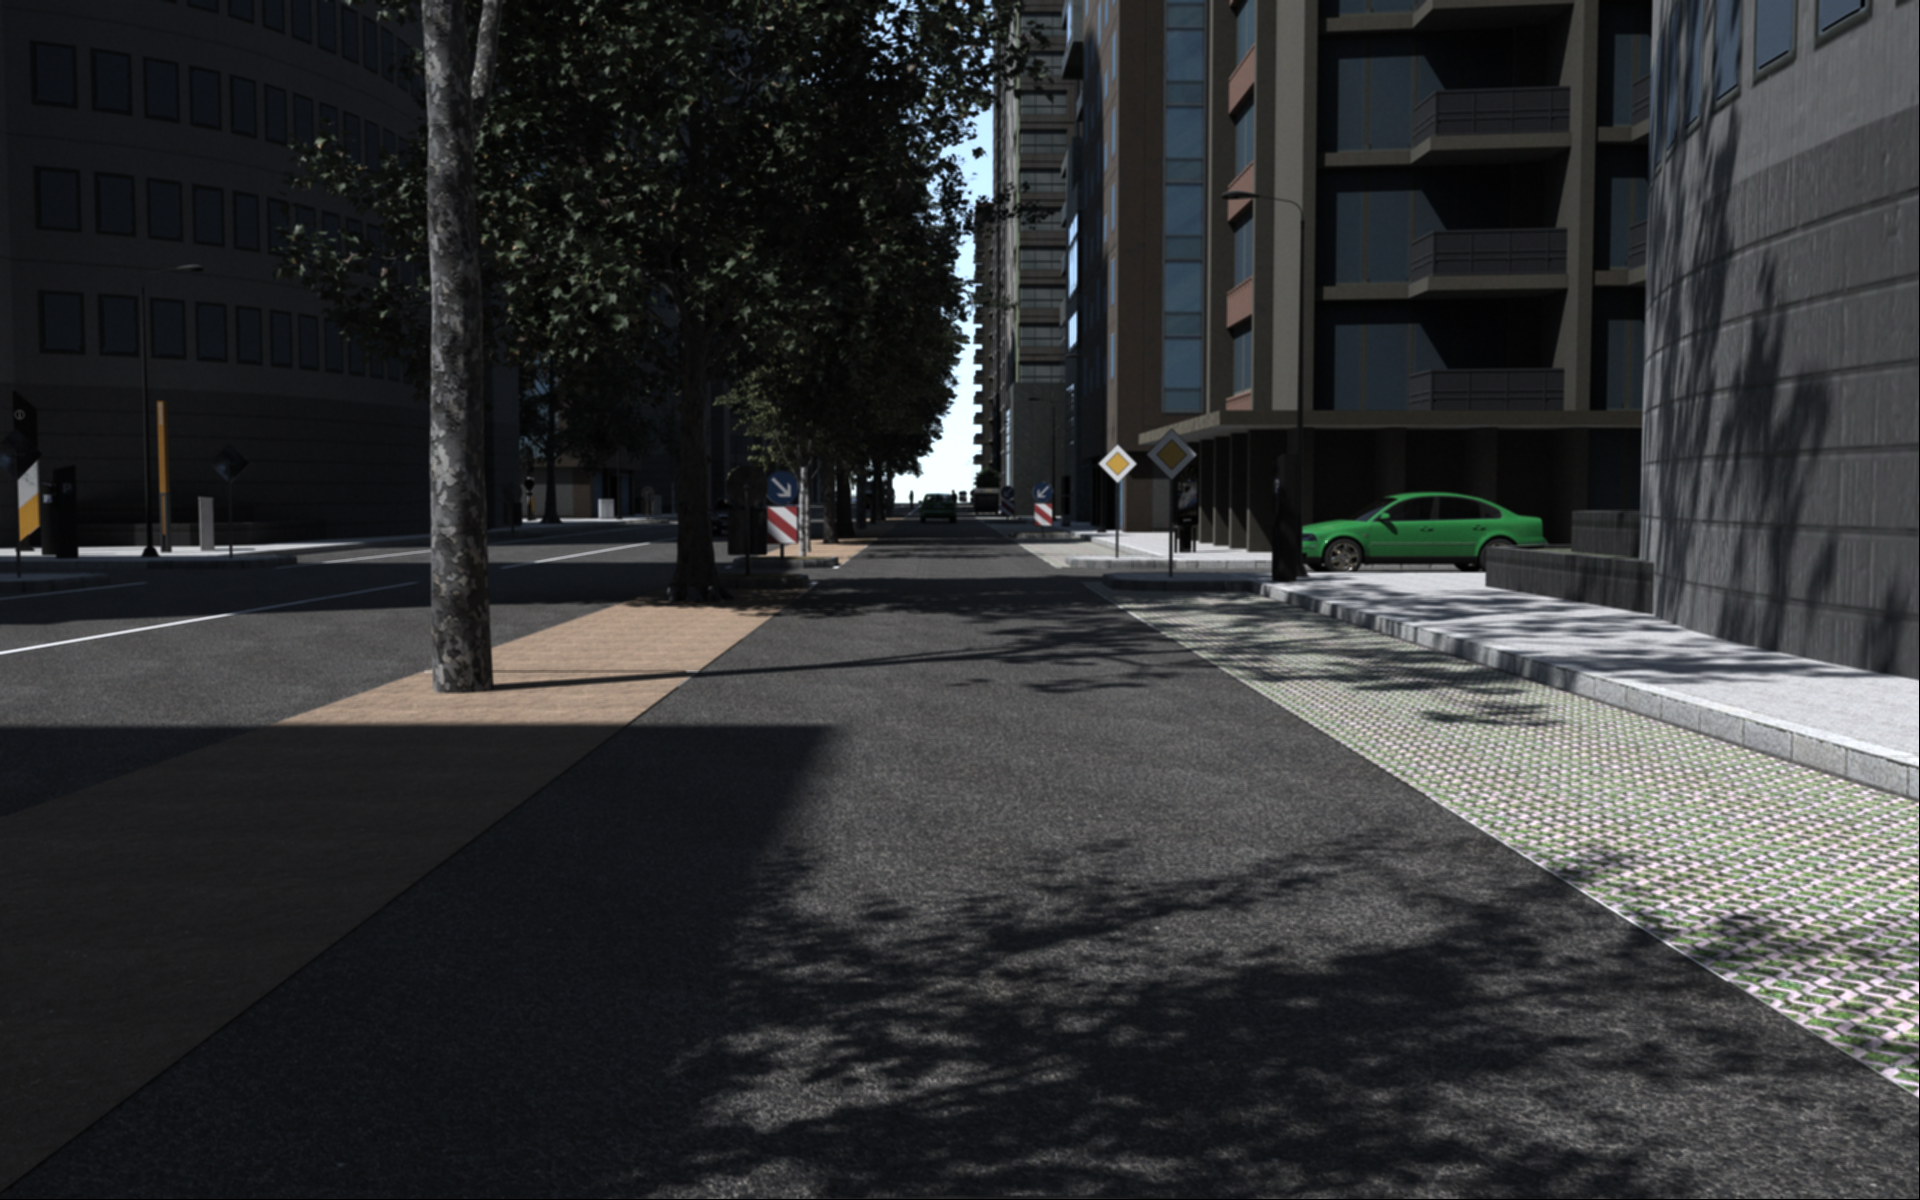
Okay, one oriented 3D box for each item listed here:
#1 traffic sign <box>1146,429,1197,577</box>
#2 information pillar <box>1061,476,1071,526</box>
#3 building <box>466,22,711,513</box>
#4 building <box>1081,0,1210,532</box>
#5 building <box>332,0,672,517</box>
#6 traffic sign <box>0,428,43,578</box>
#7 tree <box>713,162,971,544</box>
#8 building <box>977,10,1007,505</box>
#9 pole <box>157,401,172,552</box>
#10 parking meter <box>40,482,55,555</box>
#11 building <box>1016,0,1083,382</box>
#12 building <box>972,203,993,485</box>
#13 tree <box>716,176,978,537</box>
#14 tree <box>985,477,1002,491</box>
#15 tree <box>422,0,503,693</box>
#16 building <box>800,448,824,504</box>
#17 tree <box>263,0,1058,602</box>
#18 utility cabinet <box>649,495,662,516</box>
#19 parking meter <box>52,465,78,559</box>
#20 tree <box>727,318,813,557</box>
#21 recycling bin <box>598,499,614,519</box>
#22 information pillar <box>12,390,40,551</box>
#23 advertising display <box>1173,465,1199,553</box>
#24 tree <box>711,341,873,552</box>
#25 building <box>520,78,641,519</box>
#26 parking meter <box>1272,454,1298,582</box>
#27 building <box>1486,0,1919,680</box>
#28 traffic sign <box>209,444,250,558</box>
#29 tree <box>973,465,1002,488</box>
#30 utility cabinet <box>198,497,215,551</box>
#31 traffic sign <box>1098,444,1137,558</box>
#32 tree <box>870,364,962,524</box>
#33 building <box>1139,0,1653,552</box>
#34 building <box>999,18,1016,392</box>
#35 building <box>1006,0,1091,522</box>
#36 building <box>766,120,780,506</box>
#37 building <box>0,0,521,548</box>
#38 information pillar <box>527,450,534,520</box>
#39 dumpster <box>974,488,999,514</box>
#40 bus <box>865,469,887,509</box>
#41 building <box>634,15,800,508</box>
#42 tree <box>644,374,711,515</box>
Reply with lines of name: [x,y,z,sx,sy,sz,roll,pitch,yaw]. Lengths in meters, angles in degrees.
traffic sign: [3.257,-1.412,26.730,0.795,2.450,0.064,0,4,-1]
information pillar: [4.214,-3.943,68.967,0.304,2.012,0.304,-1,4,-14]
building: [-28.866,-37.229,150.686,21.231,58.520,28.212,0,4,-1]
building: [12.009,-25.276,63.371,14.600,45.320,14.200,0,4,-1]
building: [-28.627,-35.506,122.527,21.231,58.520,28.212,0,4,-1]
traffic sign: [-14.436,-1.399,26.515,0.795,2.450,0.064,0,4,-1]
tree: [-3.593,-7.832,48.630,7.486,12.596,7.792,0,3,0]
building: [12.653,-48.368,229.062,20.563,71.187,20.611,0,4,-1]
pole: [-17.491,-2.705,38.067,0.158,3.312,0.155,0,3,0]
parking meter: [-19.093,-1.710,36.370,0.372,1.533,0.369,0,3,0]
building: [10.836,-26.740,120.785,14.154,41.232,14.086,0,4,-1]
building: [13.013,-36.694,254.568,22.147,44.769,28.867,0,4,-1]
tree: [-3.838,-9.066,57.339,9.857,13.997,8.962,0,3,0]
tree: [3.923,-12.199,194.047,1.663,3.219,1.824,0,3,0]
tree: [-2.389,-9.345,11.142,12.611,20.169,13.585,0,3,0]
building: [-26.913,-35.018,256.135,14.154,41.232,14.086,0,4,-1]
tree: [-3.555,-6.322,22.836,9.611,12.733,9.660,0,3,0]
utility cabinet: [-18.225,-5.659,103.692,0.306,1.237,1.020,1,4,18]
parking meter: [-17.837,-1.761,34.506,0.255,1.863,0.399,3,5,44]
tree: [-3.460,-5.182,37.540,4.737,8.622,4.395,0,3,0]
recycling bin: [-18.213,-4.687,89.180,0.722,1.027,0.722,-1,4,-20]
information pillar: [-20.996,-2.910,38.939,0.504,3.616,0.183,0,4,-5]
advertising display: [4.966,-2.014,38.137,0.123,1.923,0.974,3,4,36]
tree: [-3.734,-5.465,42.176,4.360,8.622,3.978,0,3,0]
building: [-26.004,-27.270,95.978,14.600,45.320,14.200,0,4,-1]
parking meter: [4.769,-1.207,25.442,0.255,1.863,0.399,-1,4,-11]
building: [17.079,-28.711,11.422,21.231,58.520,28.212,0,4,-1]
traffic sign: [-14.542,-1.887,34.499,0.795,2.450,0.064,0,4,-1]
tree: [3.151,-13.055,197.166,4.285,4.588,4.351,0,3,0]
utility cabinet: [-17.224,-1.740,39.612,0.306,1.237,1.020,-2,4,-25]
traffic sign: [3.151,-1.900,34.714,0.795,2.450,0.064,0,4,-1]
tree: [-4.169,-8.864,81.796,8.767,10.594,7.601,0,4,-1]
building: [19.630,-23.893,45.283,28.867,44.769,22.147,0,4,-1]
building: [18.501,-35.624,171.690,28.713,52.752,27.495,0,4,-1]
building: [14.295,-47.708,92.690,22.319,86.520,31.000,0,4,-1]
building: [-25.680,-29.894,172.367,14.154,41.232,14.086,0,4,-1]
building: [-27.645,-31.224,52.504,21.231,58.520,28.212,0,4,-1]
information pillar: [-20.956,-5.699,84.528,0.183,3.616,0.504,1,4,14]
dumpster: [1.879,-7.058,123.621,1.865,1.857,1.264,0,4,-1]
bus: [-8.492,-11.052,172.243,2.896,3.916,12.252,0,3,0]
building: [-30.831,-40.621,206.157,21.231,58.520,28.212,0,4,-1]
tree: [-17.579,-9.593,107.212,4.360,8.622,3.978,0,3,0]
